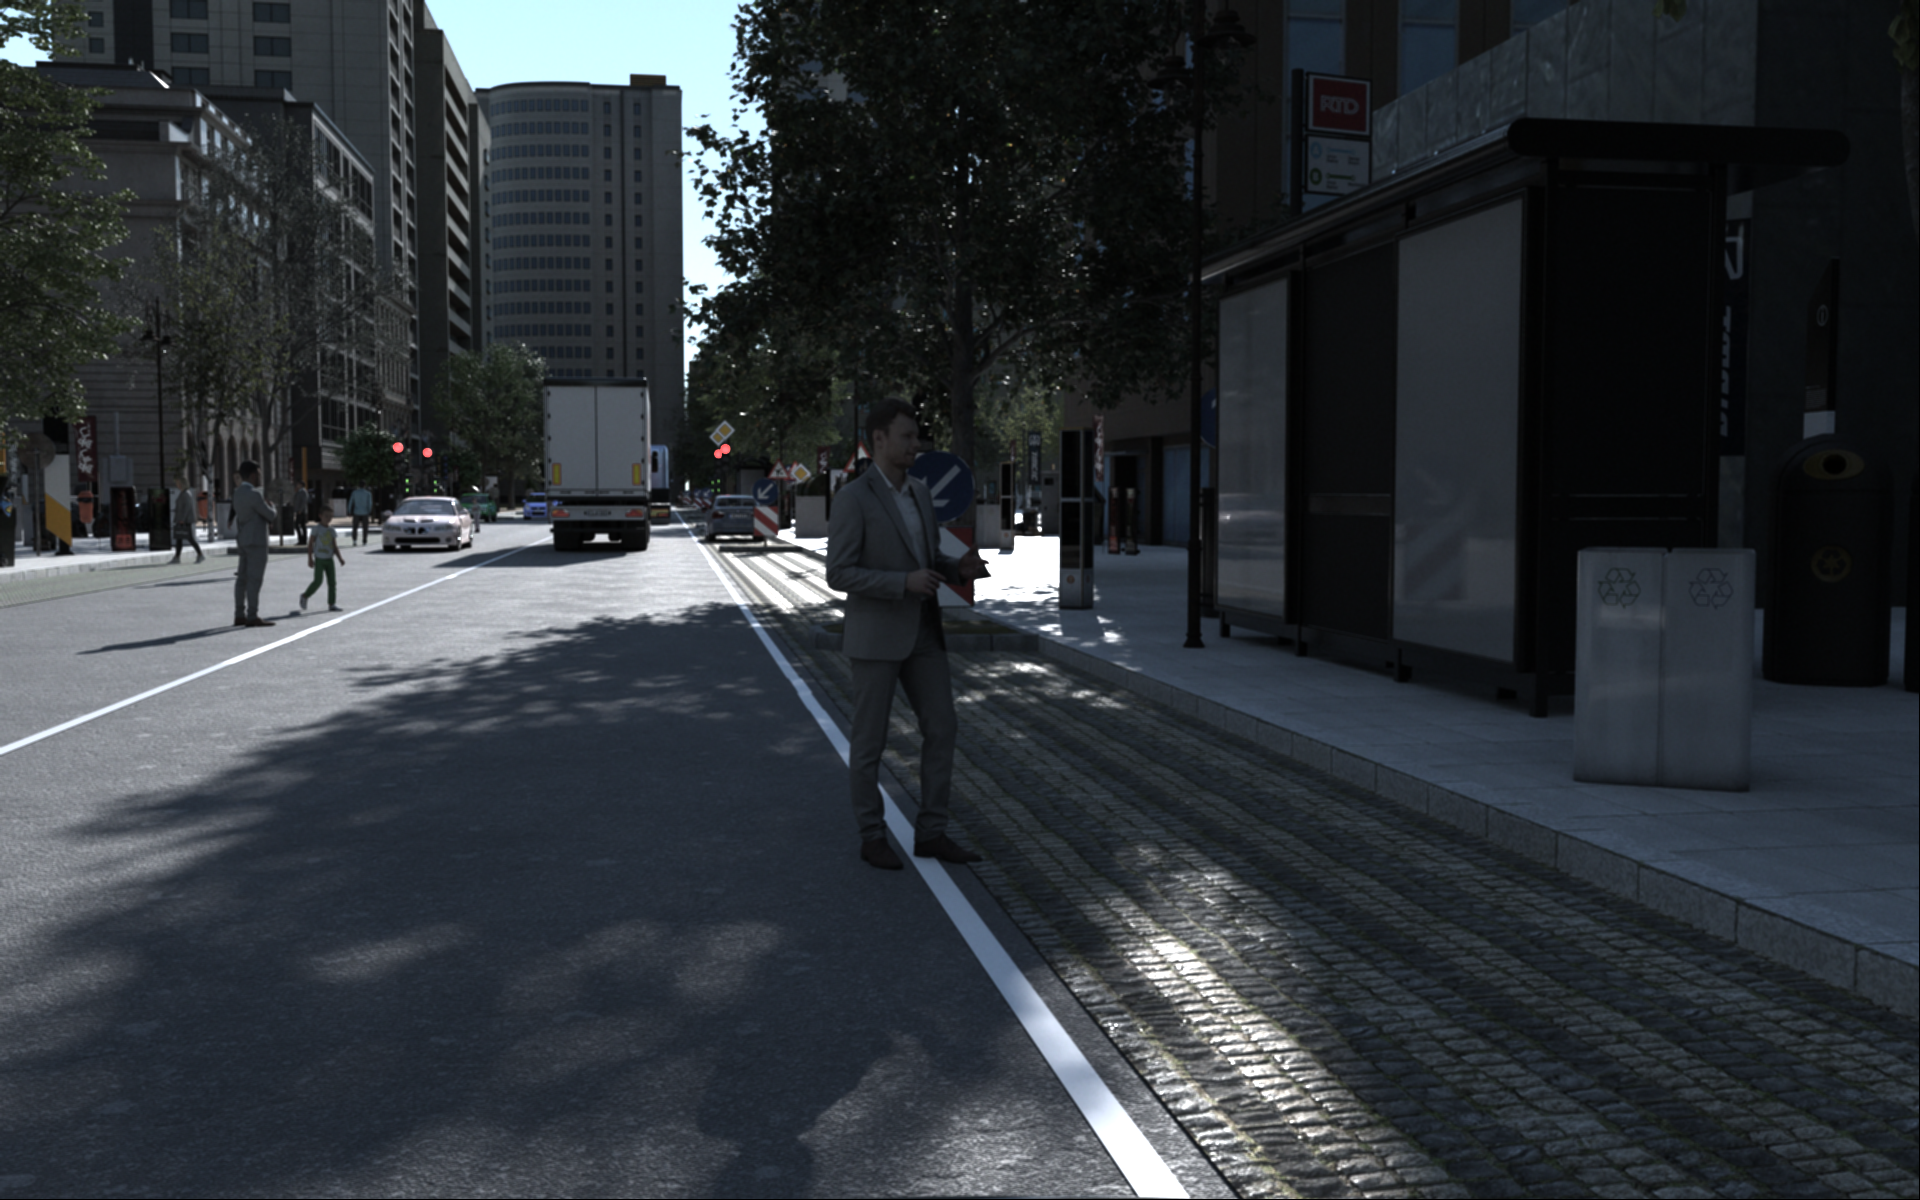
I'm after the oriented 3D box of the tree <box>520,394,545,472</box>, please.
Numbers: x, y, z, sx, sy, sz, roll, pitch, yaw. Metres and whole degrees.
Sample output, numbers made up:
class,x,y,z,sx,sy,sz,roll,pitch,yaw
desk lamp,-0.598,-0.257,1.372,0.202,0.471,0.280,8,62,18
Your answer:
class,x,y,z,sx,sy,sz,roll,pitch,yaw
tree,-44.528,-17.024,188.718,12.009,13.543,11.850,0,3,0

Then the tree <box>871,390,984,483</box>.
class,x,y,z,sx,sy,sz,roll,pitch,yaw
tree,-1.771,-8.831,94.747,4.360,8.622,3.978,0,3,0

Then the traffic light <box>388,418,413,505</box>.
class,x,y,z,sx,sy,sz,roll,pitch,yaw
traffic light,-20.543,-4.566,63.582,0.839,4.253,0.868,-1,4,-10

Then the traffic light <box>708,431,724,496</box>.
class,x,y,z,sx,sy,sz,roll,pitch,yaw
traffic light,-10.254,-5.170,73.458,0.839,4.253,0.868,-1,4,-10

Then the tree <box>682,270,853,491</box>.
class,x,y,z,sx,sy,sz,roll,pitch,yaw
tree,-8.454,-9.969,81.118,7.486,12.596,7.792,0,3,0

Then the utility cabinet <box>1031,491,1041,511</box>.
class,x,y,z,sx,sy,sz,roll,pitch,yaw
utility cabinet,5.781,-7.557,132.235,0.318,1.500,1.173,-3,5,-42

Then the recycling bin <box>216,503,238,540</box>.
class,x,y,z,sx,sy,sz,roll,pitch,yaw
recycling bin,-20.679,-2.246,49.273,0.722,1.027,0.722,-3,4,-38

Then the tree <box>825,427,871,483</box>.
class,x,y,z,sx,sy,sz,roll,pitch,yaw
tree,-3.129,-3.375,49.782,1.663,3.219,1.824,0,3,0

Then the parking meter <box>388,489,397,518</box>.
class,x,y,z,sx,sy,sz,roll,pitch,yaw
parking meter,-25.664,-4.274,78.287,0.372,1.533,0.369,0,3,0

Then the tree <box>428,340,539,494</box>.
class,x,y,z,sx,sy,sz,roll,pitch,yaw
tree,-31.955,-11.657,116.346,9.928,11.665,9.643,0,3,0

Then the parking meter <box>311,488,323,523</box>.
class,x,y,z,sx,sy,sz,roll,pitch,yaw
parking meter,-28.881,-4.256,78.003,0.372,1.533,0.369,0,3,0

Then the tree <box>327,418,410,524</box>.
class,x,y,z,sx,sy,sz,roll,pitch,yaw
tree,-25.385,-5.552,74.492,4.285,4.588,4.351,0,3,0

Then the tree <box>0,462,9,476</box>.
class,x,y,z,sx,sy,sz,roll,pitch,yaw
tree,-31.233,-3.695,55.020,1.663,3.219,1.824,0,3,0

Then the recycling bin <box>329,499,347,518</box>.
class,x,y,z,sx,sy,sz,roll,pitch,yaw
recycling bin,-33.766,-4.980,93.977,0.722,1.027,0.722,-3,5,-39

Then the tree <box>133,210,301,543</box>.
class,x,y,z,sx,sy,sz,roll,pitch,yaw
tree,-19.784,-5.835,45.772,4.360,8.622,3.978,0,3,0

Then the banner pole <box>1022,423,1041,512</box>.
class,x,y,z,sx,sy,sz,roll,pitch,yaw
banner pole,2.474,-4.342,61.003,0.863,3.779,0.401,-1,4,-12

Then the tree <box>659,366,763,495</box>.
class,x,y,z,sx,sy,sz,roll,pitch,yaw
tree,-18.015,-13.682,134.063,12.009,13.543,11.850,0,3,0

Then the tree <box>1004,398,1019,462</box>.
class,x,y,z,sx,sy,sz,roll,pitch,yaw
tree,4.850,-10.535,122.607,4.737,8.622,4.395,0,3,0

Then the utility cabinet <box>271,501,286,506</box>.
class,x,y,z,sx,sy,sz,roll,pitch,yaw
utility cabinet,-23.749,-2.965,59.633,1.020,1.237,0.306,0,3,0

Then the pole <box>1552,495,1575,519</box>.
class,x,y,z,sx,sy,sz,roll,pitch,yaw
pole,5.451,-1.333,15.644,0.158,3.312,0.155,0,3,0

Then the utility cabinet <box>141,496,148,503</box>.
class,x,y,z,sx,sy,sz,roll,pitch,yaw
utility cabinet,-34.753,-3.862,74.301,1.020,1.237,0.306,3,4,39

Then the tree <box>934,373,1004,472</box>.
class,x,y,z,sx,sy,sz,roll,pitch,yaw
tree,0.281,-13.782,143.465,7.486,12.596,7.792,0,3,0

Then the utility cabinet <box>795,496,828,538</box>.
class,x,y,z,sx,sy,sz,roll,pitch,yaw
utility cabinet,-4.370,-2.453,51.265,1.020,1.237,0.306,0,4,-4

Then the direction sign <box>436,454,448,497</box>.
class,x,y,z,sx,sy,sz,roll,pitch,yaw
direction sign,-29.569,-6.537,98.885,0.379,3.537,0.876,2,4,29

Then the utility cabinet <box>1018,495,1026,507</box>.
class,x,y,z,sx,sy,sz,roll,pitch,yaw
utility cabinet,5.519,-8.502,150.175,1.020,1.237,0.306,0,4,6

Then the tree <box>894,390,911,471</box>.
class,x,y,z,sx,sy,sz,roll,pitch,yaw
tree,-3.690,-9.515,105.940,4.737,8.622,4.395,0,3,0

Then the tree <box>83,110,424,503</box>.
class,x,y,z,sx,sy,sz,roll,pitch,yaw
tree,-21.954,-8.837,54.862,12.009,13.543,11.850,0,3,0

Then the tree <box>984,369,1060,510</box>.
class,x,y,z,sx,sy,sz,roll,pitch,yaw
tree,3.823,-8.980,97.182,4.360,8.622,3.978,0,3,0

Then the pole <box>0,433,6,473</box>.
class,x,y,z,sx,sy,sz,roll,pitch,yaw
pole,-31.743,-3.890,57.452,0.158,3.312,0.155,0,3,0

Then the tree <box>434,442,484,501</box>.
class,x,y,z,sx,sy,sz,roll,pitch,yaw
tree,-31.551,-7.678,109.254,4.285,4.588,4.351,0,3,0

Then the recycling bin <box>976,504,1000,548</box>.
class,x,y,z,sx,sy,sz,roll,pitch,yaw
recycling bin,0.690,-1.798,41.944,0.722,1.027,0.722,-2,4,-34

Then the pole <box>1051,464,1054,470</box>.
class,x,y,z,sx,sy,sz,roll,pitch,yaw
pole,6.313,-7.581,117.784,0.158,3.312,0.155,0,3,0

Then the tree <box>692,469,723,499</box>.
class,x,y,z,sx,sy,sz,roll,pitch,yaw
tree,-24.169,-11.236,167.415,4.285,4.588,4.351,0,3,0

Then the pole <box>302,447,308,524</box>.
class,x,y,z,sx,sy,sz,roll,pitch,yaw
pole,-28.425,-4.973,75.160,0.158,3.312,0.155,0,3,0

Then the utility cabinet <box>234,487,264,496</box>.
class,x,y,z,sx,sy,sz,roll,pitch,yaw
utility cabinet,-23.456,-2.966,57.176,0.318,1.500,1.173,1,4,13

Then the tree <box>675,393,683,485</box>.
class,x,y,z,sx,sy,sz,roll,pitch,yaw
tree,-14.082,-11.732,109.945,7.486,12.596,7.792,0,3,0

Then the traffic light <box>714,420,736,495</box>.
class,x,y,z,sx,sy,sz,roll,pitch,yaw
traffic light,-8.904,-4.689,65.587,0.839,4.253,0.868,-1,4,-10

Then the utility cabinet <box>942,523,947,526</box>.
class,x,y,z,sx,sy,sz,roll,pitch,yaw
utility cabinet,-0.371,-2.013,41.590,0.318,1.500,1.173,3,5,43

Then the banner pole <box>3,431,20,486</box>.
class,x,y,z,sx,sy,sz,roll,pitch,yaw
banner pole,-37.941,-4.843,69.203,0.401,3.779,0.863,2,4,29

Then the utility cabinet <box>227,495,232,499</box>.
class,x,y,z,sx,sy,sz,roll,pitch,yaw
utility cabinet,-34.261,-4.347,82.228,0.306,1.237,1.020,2,4,27

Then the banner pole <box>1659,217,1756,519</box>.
class,x,y,z,sx,sy,sz,roll,pitch,yaw
banner pole,5.988,-1.474,14.113,0.863,3.779,0.401,3,5,40

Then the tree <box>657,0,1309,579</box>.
class,x,y,z,sx,sy,sz,roll,pitch,yaw
tree,0.110,-6.686,26.332,9.611,12.733,9.660,0,3,0

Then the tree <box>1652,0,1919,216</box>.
class,x,y,z,sx,sy,sz,roll,pitch,yaw
tree,3.436,-3.396,5.893,4.737,8.622,4.395,0,3,0

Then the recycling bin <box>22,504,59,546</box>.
class,x,y,z,sx,sy,sz,roll,pitch,yaw
recycling bin,-22.824,-1.873,43.175,0.722,1.027,0.722,0,4,2

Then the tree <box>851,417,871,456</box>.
class,x,y,z,sx,sy,sz,roll,pitch,yaw
tree,-5.285,-10.867,128.032,4.360,8.622,3.978,0,3,0

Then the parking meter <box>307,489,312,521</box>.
class,x,y,z,sx,sy,sz,roll,pitch,yaw
parking meter,-30.639,-4.488,81.795,0.372,1.533,0.369,0,3,0

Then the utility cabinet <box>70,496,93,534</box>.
class,x,y,z,sx,sy,sz,roll,pitch,yaw
utility cabinet,-28.230,-2.695,55.226,1.020,1.237,0.306,-3,5,-43

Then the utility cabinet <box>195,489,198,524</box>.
class,x,y,z,sx,sy,sz,roll,pitch,yaw
utility cabinet,-33.265,-3.998,74.044,1.173,1.500,0.318,-2,4,-33

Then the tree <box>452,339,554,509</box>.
class,x,y,z,sx,sy,sz,roll,pitch,yaw
tree,-37.394,-14.517,144.001,9.857,13.997,8.962,0,3,0

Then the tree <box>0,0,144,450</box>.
class,x,y,z,sx,sy,sz,roll,pitch,yaw
tree,-17.879,-6.743,28.375,7.486,12.596,7.792,0,3,0

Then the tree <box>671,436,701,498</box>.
class,x,y,z,sx,sy,sz,roll,pitch,yaw
tree,-31.705,-16.816,209.346,8.767,10.594,7.601,3,5,40

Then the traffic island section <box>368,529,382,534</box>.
class,x,y,z,sx,sy,sz,roll,pitch,yaw
traffic island section,-20.584,-2.534,63.710,2.009,0.180,2.903,-1,4,-10

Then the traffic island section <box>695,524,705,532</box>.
class,x,y,z,sx,sy,sz,roll,pitch,yaw
traffic island section,-10.213,-3.137,73.579,2.009,0.180,2.903,-1,4,-10

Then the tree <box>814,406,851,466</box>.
class,x,y,z,sx,sy,sz,roll,pitch,yaw
tree,-10.194,-11.638,140.650,4.360,8.622,3.978,0,3,0

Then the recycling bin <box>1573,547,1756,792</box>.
class,x,y,z,sx,sy,sz,roll,pitch,yaw
recycling bin,3.202,0.287,7.869,0.722,1.027,0.722,2,4,24

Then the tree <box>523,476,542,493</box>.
class,x,y,z,sx,sy,sz,roll,pitch,yaw
tree,-39.627,-10.105,159.818,1.663,3.219,1.824,0,3,0

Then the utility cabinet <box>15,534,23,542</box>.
class,x,y,z,sx,sy,sz,roll,pitch,yaw
utility cabinet,-25.807,-2.166,46.569,1.020,1.237,0.306,-2,4,-29

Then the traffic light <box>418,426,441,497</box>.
class,x,y,z,sx,sy,sz,roll,pitch,yaw
traffic light,-21.893,-5.048,71.452,0.839,4.253,0.868,-1,4,-10
